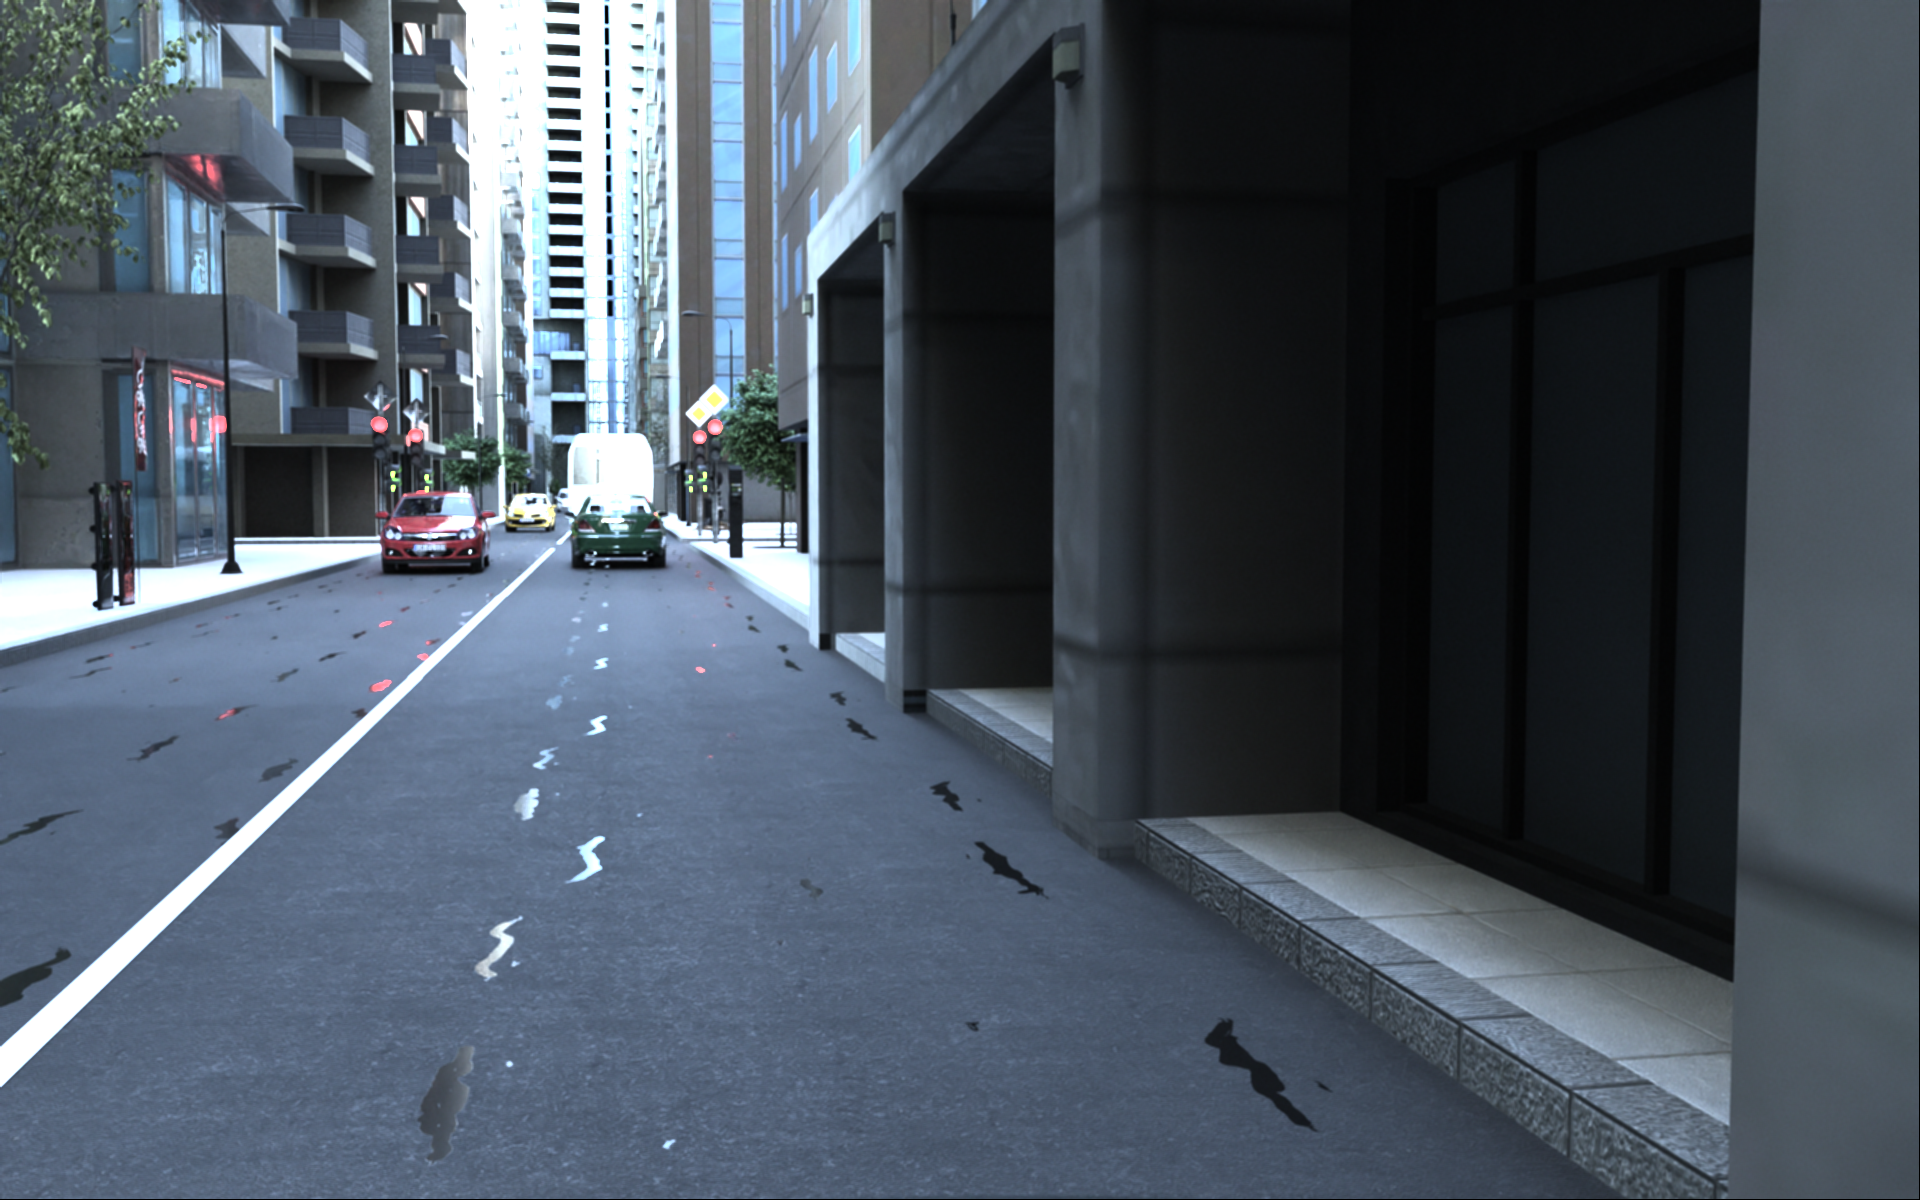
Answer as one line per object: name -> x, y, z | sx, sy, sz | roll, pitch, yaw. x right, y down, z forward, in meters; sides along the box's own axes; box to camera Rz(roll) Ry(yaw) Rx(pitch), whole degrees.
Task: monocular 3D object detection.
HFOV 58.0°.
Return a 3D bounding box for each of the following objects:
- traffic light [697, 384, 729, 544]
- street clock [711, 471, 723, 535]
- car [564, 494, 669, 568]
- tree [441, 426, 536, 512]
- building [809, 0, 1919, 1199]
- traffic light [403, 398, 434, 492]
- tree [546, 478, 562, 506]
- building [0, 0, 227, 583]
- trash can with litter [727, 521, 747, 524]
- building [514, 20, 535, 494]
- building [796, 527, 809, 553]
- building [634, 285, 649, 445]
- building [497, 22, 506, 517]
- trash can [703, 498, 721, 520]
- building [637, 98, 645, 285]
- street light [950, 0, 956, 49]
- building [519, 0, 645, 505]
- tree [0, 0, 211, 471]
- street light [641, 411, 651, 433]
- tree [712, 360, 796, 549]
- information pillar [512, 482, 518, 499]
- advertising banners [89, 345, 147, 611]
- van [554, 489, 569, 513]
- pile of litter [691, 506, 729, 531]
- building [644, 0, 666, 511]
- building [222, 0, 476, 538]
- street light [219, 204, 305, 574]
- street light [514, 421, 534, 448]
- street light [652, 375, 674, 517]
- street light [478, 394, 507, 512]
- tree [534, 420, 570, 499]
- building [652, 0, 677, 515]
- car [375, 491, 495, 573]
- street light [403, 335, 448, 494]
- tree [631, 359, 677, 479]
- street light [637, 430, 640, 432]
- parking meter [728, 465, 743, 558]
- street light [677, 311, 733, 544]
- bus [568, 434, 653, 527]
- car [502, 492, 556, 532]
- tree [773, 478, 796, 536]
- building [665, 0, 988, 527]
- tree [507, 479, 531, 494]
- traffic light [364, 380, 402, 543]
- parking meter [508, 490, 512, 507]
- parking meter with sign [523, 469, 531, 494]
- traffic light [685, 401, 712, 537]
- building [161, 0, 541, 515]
traffic light -> -6.294, -3.390, 44.347 | 0.839, 4.253, 0.868 | -1, 4, -11
street clock -> -7.585, -3.011, 53.803 | 0.358, 2.002, 0.471 | -3, 5, -39
car -> -6.981, -1.435, 35.268 | 2.131, 1.459, 4.920 | -1, 4, -12
tree -> -23.474, -6.083, 83.165 | 4.285, 4.588, 4.351 | 0, 3, 0
building -> 10.578, -34.752, 6.448 | 20.563, 71.187, 20.611 | -1, 4, -11
traffic light -> -15.819, -3.770, 50.566 | 0.839, 4.253, 0.868 | -1, 4, -11
tree -> -45.498, -12.321, 196.044 | 1.663, 3.219, 1.824 | 0, 3, 0
building -> -27.289, -24.848, 25.871 | 30.456, 49.044, 23.786 | -1, 4, -11
trash can with litter -> -10.049, -3.859, 74.157 | 2.233, 1.210, 1.678 | -1, 4, -22
building -> -46.938, -31.173, 159.786 | 14.600, 45.320, 14.200 | -1, 4, -11
building -> 4.108, -23.345, 31.805 | 14.600, 45.320, 14.200 | -1, 4, -11
building -> -15.822, -19.272, 160.134 | 27.650, 21.520, 28.899 | -1, 4, -11
building -> -31.772, -24.895, 90.635 | 14.154, 41.232, 14.086 | -1, 4, -11
trash can -> -9.654, -3.419, 67.547 | 0.748, 1.137, 0.748 | 0, 3, 0
building -> -28.734, -33.248, 193.709 | 14.600, 45.320, 14.200 | -1, 4, -11
street light -> -0.594, -2.608, 15.181 | 1.470, 5.913, 1.316 | -1, 4, -11
building -> -45.931, -55.231, 215.695 | 31.000, 86.520, 22.319 | -1, 4, -11
tree -> -9.620, -4.041, 16.426 | 4.737, 8.622, 4.395 | 0, 3, 0
street light -> -16.985, -7.606, 96.902 | 1.470, 5.913, 1.316 | -1, 4, -11
tree -> -4.214, -3.513, 41.156 | 4.285, 4.588, 4.351 | 0, 3, 0
information pillar -> -26.347, -6.002, 102.623 | 0.304, 2.012, 0.304 | 0, 4, -3
advertising banners -> -9.609, -1.448, 19.869 | 0.090, 3.025, 2.074 | -1, 4, -9
van -> -30.395, -7.783, 134.258 | 2.013, 2.044, 4.112 | -1, 4, -12
pile of litter -> -8.596, -2.879, 61.030 | 1.719, 0.858, 1.176 | 2, 4, 24
building -> -17.739, -27.741, 137.164 | 14.154, 41.232, 14.086 | -1, 4, -11
building -> -29.410, -24.854, 60.992 | 22.147, 44.769, 28.867 | -1, 4, -11
street light -> -11.186, -3.379, 27.781 | 1.470, 5.913, 1.316 | -1, 4, -11
street light -> -27.612, -8.379, 109.533 | 1.470, 5.913, 1.316 | -1, 4, -11
street light -> -11.168, -5.820, 67.699 | 1.470, 5.913, 1.316 | -1, 4, -11
street light -> -21.684, -6.588, 80.262 | 1.470, 5.913, 1.316 | -1, 4, -11
tree -> -41.139, -13.681, 174.041 | 4.360, 8.622, 3.978 | 0, 3, 0
building -> -8.469, -30.149, 112.542 | 23.786, 49.044, 30.456 | -1, 4, -11
car -> -9.917, -1.458, 32.887 | 2.155, 1.783, 4.494 | -1, 4, -13
street light -> -15.678, -4.782, 50.727 | 1.470, 5.913, 1.316 | -1, 4, -11
tree -> -15.248, -8.715, 92.851 | 4.360, 8.622, 3.978 | 0, 3, 0
street light -> -22.831, -9.375, 125.825 | 1.470, 5.913, 1.316 | -1, 4, -11
parking meter -> -4.494, -1.774, 34.710 | 0.255, 1.863, 0.399 | -1, 4, -12
street light -> -6.382, -4.390, 44.317 | 1.470, 5.913, 1.316 | -1, 4, -11
bus -> -11.995, -3.972, 59.796 | 2.948, 3.499, 13.247 | -1, 4, -11
car -> -16.530, -3.451, 66.643 | 2.015, 1.641, 3.980 | -1, 4, -10
tree -> -5.351, -3.624, 53.855 | 1.663, 3.219, 1.824 | 0, 3, 0
building -> -6.758, -26.423, 82.123 | 14.600, 45.320, 14.200 | -1, 4, -11
tree -> -29.123, -7.301, 113.978 | 1.663, 3.219, 1.824 | 0, 3, 0
traffic light -> -14.243, -3.292, 42.737 | 0.839, 4.253, 0.868 | -1, 4, -11
parking meter -> -29.871, -6.709, 115.409 | 0.399, 1.863, 0.255 | 1, 4, 19
parking meter with sign -> -30.206, -7.558, 119.830 | 0.543, 3.016, 1.738 | -2, 4, -30
traffic light -> -7.870, -3.869, 52.176 | 0.839, 4.253, 0.868 | -1, 4, -11
building -> -45.860, -31.607, 136.382 | 23.786, 49.044, 30.456 | -1, 4, -11
